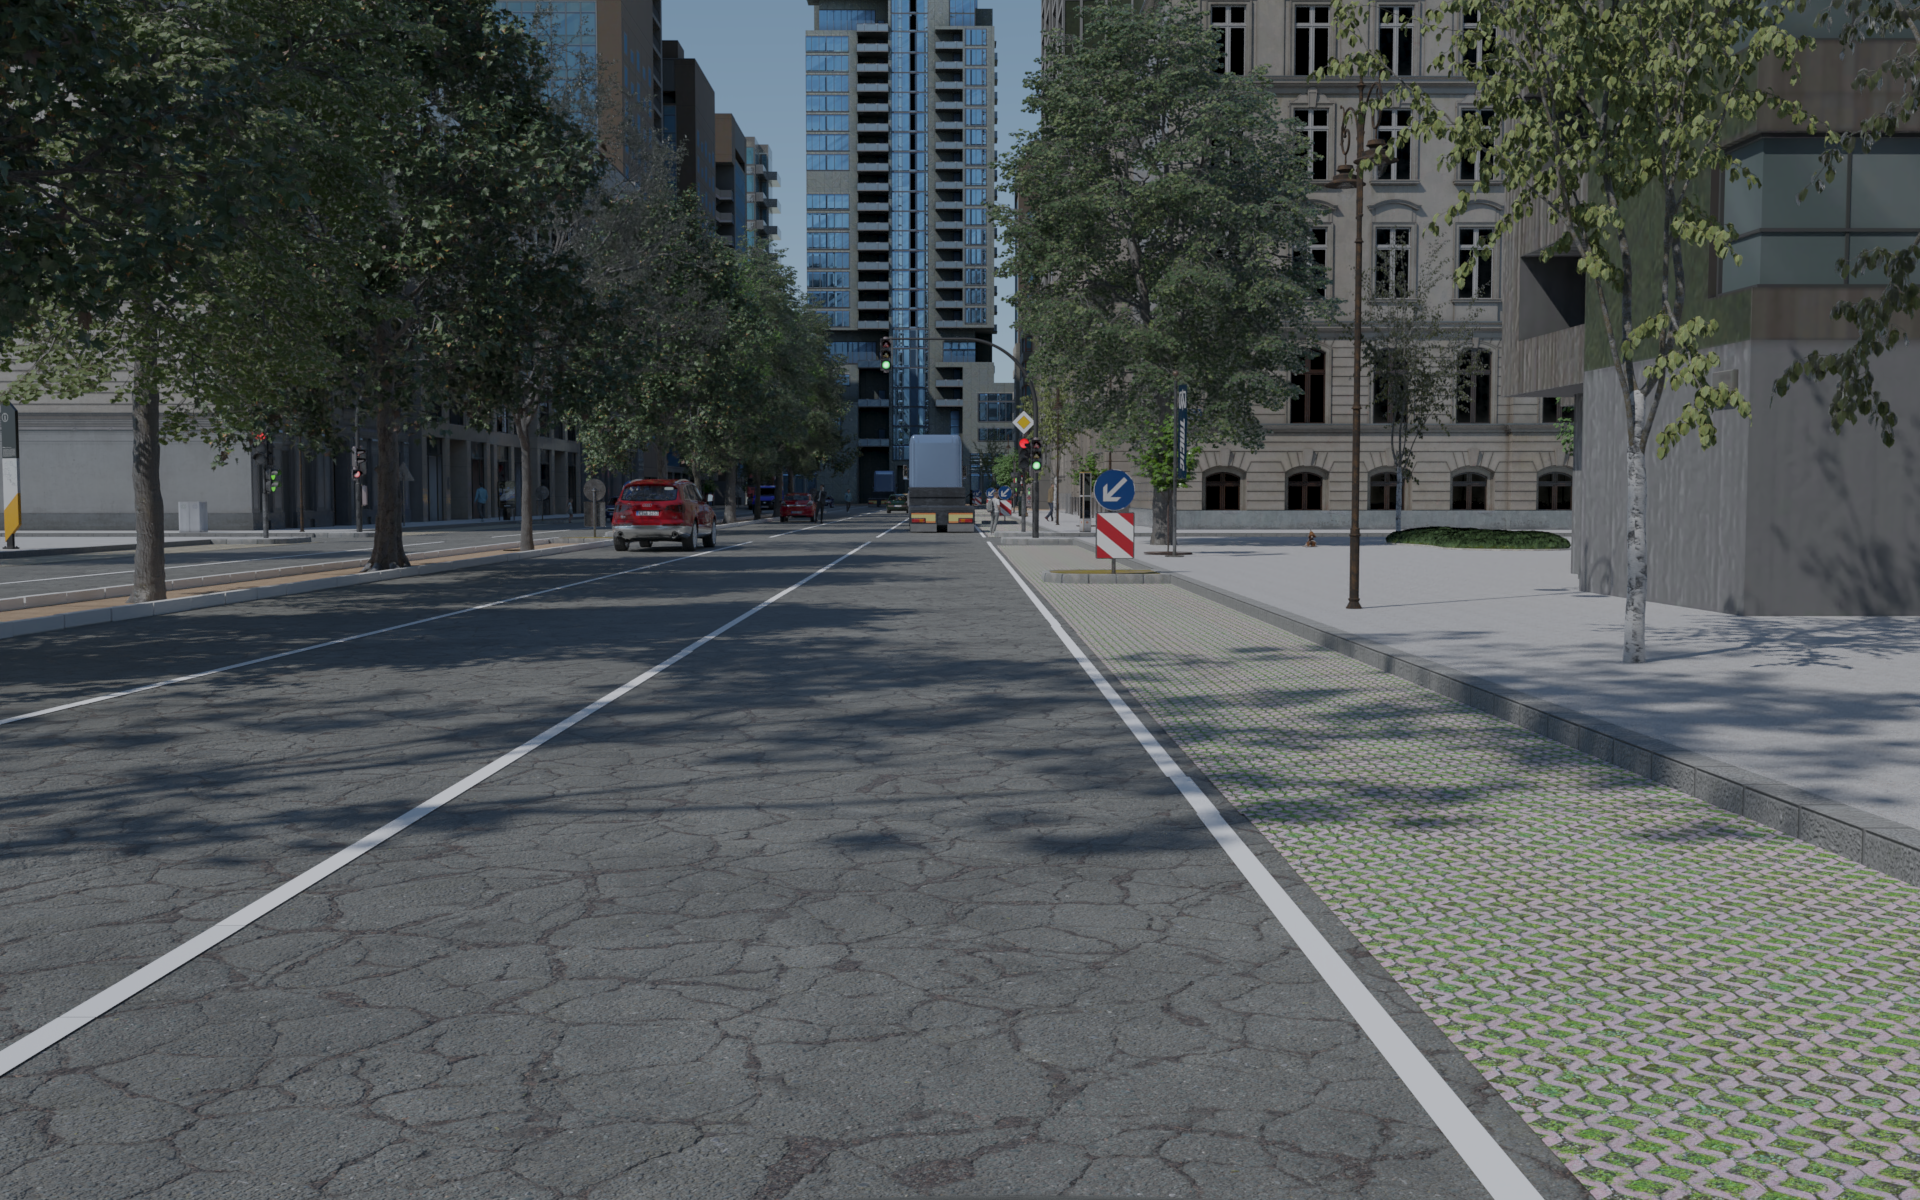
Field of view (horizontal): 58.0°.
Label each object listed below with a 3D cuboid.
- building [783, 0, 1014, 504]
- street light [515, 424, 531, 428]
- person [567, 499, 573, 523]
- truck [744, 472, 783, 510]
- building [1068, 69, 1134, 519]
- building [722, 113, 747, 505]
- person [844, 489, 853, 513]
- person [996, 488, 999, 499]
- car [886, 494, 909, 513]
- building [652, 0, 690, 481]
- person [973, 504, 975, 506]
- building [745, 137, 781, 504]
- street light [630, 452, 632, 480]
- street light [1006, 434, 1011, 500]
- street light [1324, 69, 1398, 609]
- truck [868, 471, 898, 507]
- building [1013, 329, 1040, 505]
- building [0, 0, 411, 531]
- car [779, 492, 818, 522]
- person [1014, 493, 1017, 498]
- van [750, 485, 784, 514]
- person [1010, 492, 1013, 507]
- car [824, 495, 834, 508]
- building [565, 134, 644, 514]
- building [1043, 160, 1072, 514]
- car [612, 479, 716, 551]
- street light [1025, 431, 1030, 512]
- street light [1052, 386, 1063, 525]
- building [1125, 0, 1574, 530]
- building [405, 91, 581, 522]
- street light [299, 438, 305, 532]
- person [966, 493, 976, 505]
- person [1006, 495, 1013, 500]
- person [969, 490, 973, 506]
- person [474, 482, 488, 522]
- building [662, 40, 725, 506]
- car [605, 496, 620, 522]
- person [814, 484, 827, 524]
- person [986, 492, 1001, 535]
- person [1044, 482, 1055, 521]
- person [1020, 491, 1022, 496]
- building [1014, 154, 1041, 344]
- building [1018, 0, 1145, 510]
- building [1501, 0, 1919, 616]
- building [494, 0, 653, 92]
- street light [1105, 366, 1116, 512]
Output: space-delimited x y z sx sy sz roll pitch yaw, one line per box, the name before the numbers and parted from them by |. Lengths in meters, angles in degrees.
building | -8.190 -56.038 228.893 31.000 86.520 22.319 0 4 0
street light | -22.409 -7.109 89.015 0.468 5.910 1.993 0 4 0
person | -19.289 -4.398 85.426 0.382 1.210 0.505 -2 4 -28
truck | -17.876 -10.387 158.739 2.839 4.237 11.283 0 4 -1
building | 12.638 -18.265 95.904 12.463 27.353 25.104 0 4 0
building | -32.410 -33.631 199.970 14.200 45.320 14.600 0 4 0
person | -8.556 -7.573 132.330 0.660 1.820 0.620 -3 5 -44
person | 3.330 -9.137 155.065 0.705 1.869 1.348 0 4 2
car | -4.591 -7.325 129.552 2.009 1.686 4.222 0 4 0
building | -35.600 -43.927 156.464 20.563 71.187 20.611 0 4 0
person | 1.698 -12.319 210.720 0.742 1.727 0.445 -1 4 -19
building | -38.917 -37.322 229.816 30.456 49.044 23.786 0 4 0
street light | -22.698 -8.974 119.517 0.468 5.910 1.993 0 4 0
street light | 3.712 -9.813 133.237 0.468 5.910 1.993 0 4 0
street light | 4.412 -2.840 19.217 0.468 5.910 1.993 0 4 0
truck | -8.762 -12.586 195.533 2.967 4.110 18.799 0 4 0
building | 20.232 -21.281 192.991 27.650 21.520 28.899 0 4 0
building | -29.482 -13.439 68.873 9.793 20.994 18.267 0 4 0
car | -8.328 -4.936 89.740 2.155 1.783 4.494 0 4 -2
person | 5.476 -10.187 175.832 0.697 1.427 0.421 1 4 15
van | -13.954 -7.441 126.039 2.240 2.365 5.245 0 4 -1
person | 4.895 -9.834 167.382 0.990 1.755 0.434 -3 5 -40
car | -13.948 -10.162 178.728 1.945 1.354 3.894 0 4 -1
building | -30.358 -18.660 123.120 12.078 24.808 19.932 0 4 0
building | 13.137 -20.411 121.102 14.401 28.519 23.554 0 4 0
car | -7.626 -2.219 44.957 2.281 1.827 5.304 0 4 1
street light | 3.906 -7.909 102.093 0.468 5.910 1.993 0 4 0
street light | 4.043 -6.041 71.560 0.468 5.910 1.993 0 4 0
building | 24.197 -15.142 66.657 34.723 24.649 14.460 0 4 0
building | -34.279 -17.793 95.430 19.350 26.468 34.151 0 4 0
street light | -22.290 -5.243 58.513 0.468 5.910 1.993 0 4 0
person | 1.255 -11.309 193.544 1.348 1.807 0.705 -1 4 -10
person | 4.152 -8.885 151.452 1.348 1.807 0.705 3 4 39
person | 1.104 -10.103 173.318 0.705 1.869 1.348 0 4 -5
person | -22.213 -4.550 80.449 0.620 1.820 0.660 3 4 36
building | -32.541 -32.138 175.561 14.600 45.320 14.200 0 4 0
car | -17.430 -4.693 89.317 1.945 1.354 3.894 0 3 0
person | -6.758 -4.656 83.996 0.648 1.900 0.474 -1 4 -8
person | 1.178 -3.013 60.361 0.503 1.515 0.523 0 4 6
person | 4.281 -4.597 81.115 0.656 1.842 0.836 3 5 44
person | 4.308 -6.815 118.012 0.519 1.759 0.362 1 4 17
building | 14.436 -35.219 225.937 14.200 45.320 14.600 0 4 0
building | 16.300 -44.556 166.742 20.563 71.187 20.611 0 4 0
building | 15.198 -15.439 24.129 14.160 30.474 14.107 0 4 0
building | -32.753 -29.956 139.898 14.600 45.320 14.200 0 4 0
street light | 4.324 -4.712 49.830 0.468 5.910 1.993 0 4 0
